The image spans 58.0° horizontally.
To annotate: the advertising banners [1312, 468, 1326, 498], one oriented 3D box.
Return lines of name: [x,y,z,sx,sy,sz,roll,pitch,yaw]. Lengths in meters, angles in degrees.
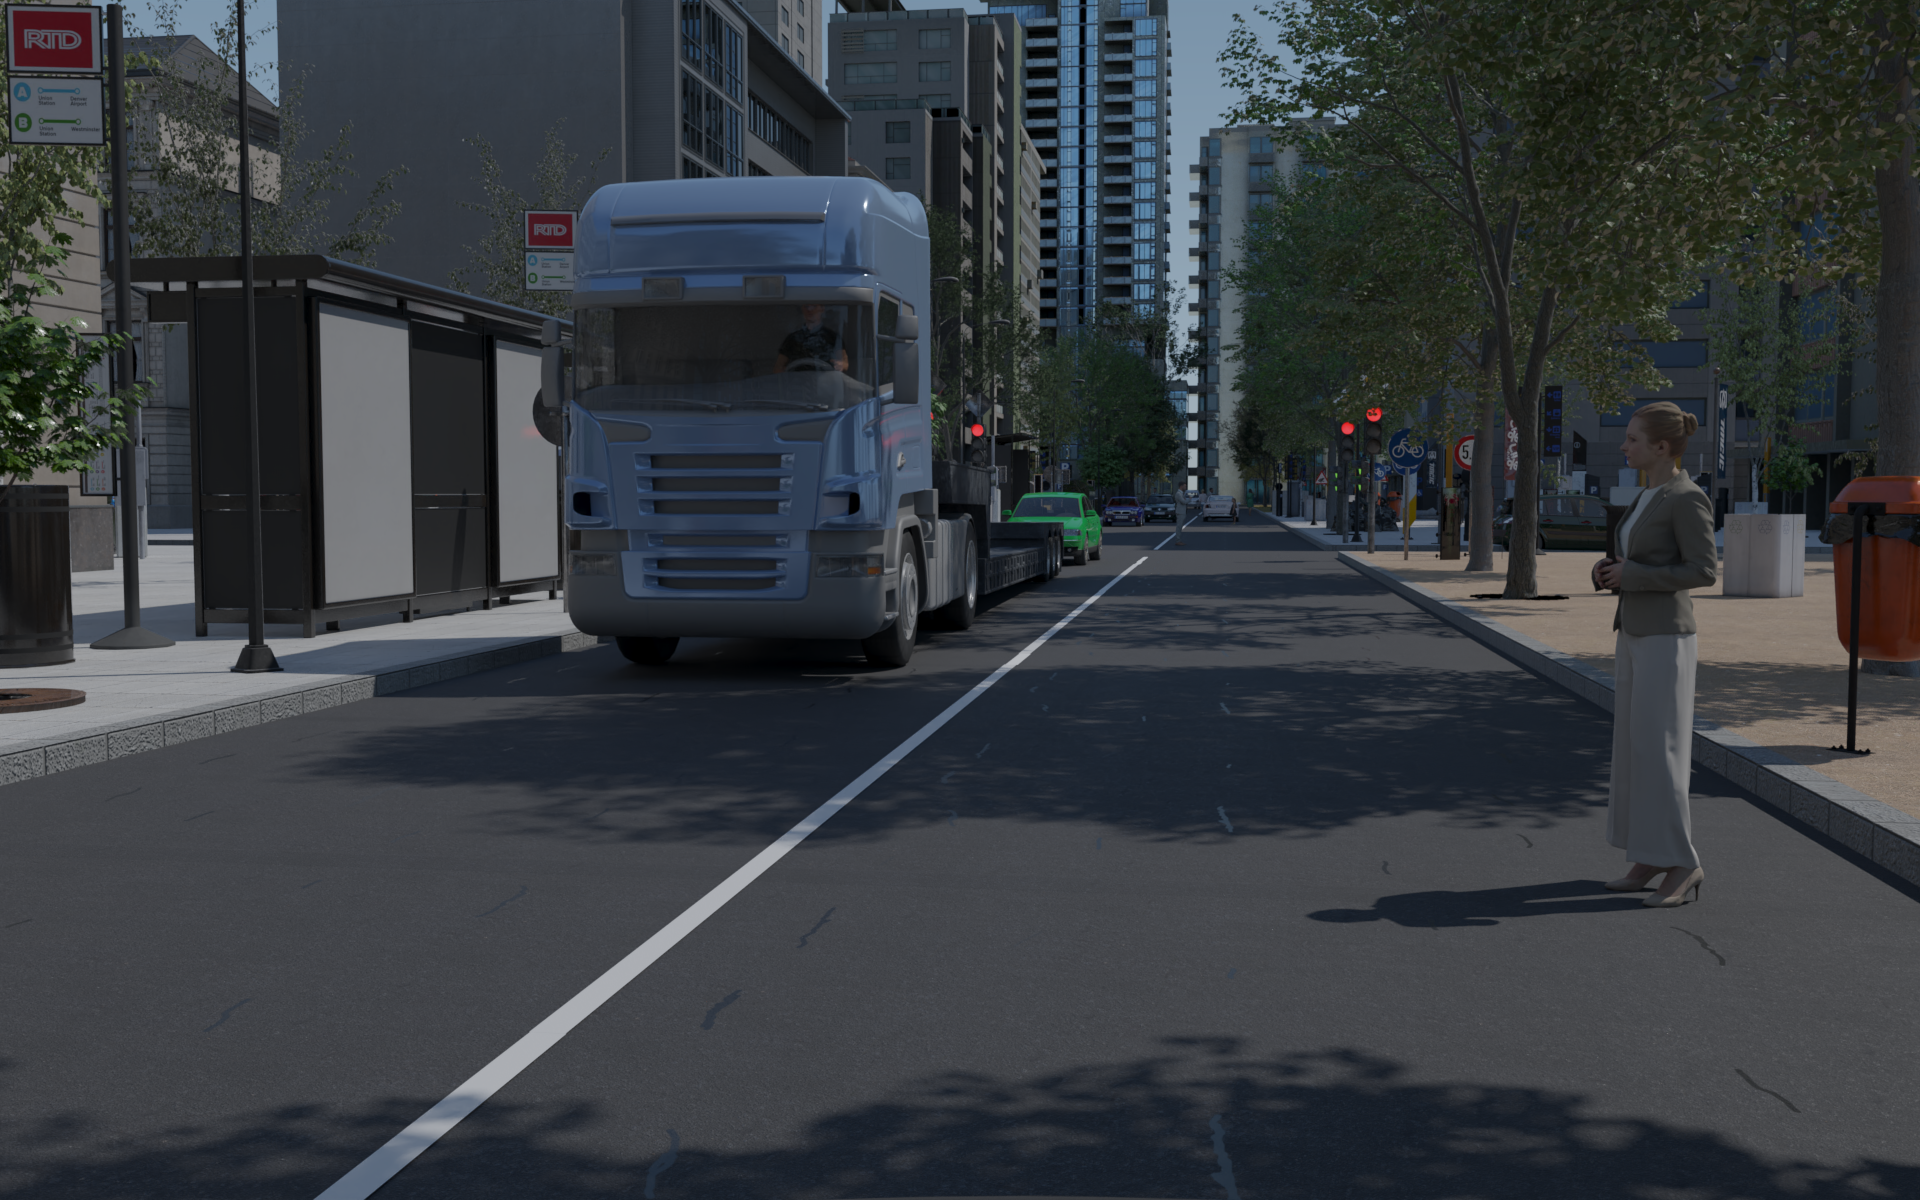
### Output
advertising banners: [23.586,-7.194,113.807,0.090,3.025,2.074,-1,4,-13]

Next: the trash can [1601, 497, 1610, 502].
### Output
trash can: [29.213,-4.051,77.884,0.748,1.137,0.748,0,3,0]

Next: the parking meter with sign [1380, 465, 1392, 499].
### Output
parking meter with sign: [25.727,-6.642,104.854,0.543,3.016,1.738,0,4,6]

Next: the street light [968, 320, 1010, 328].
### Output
street light: [0.636,-4.515,46.358,1.470,5.913,1.316,1,4,9]

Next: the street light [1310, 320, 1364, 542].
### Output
street light: [10.070,-4.505,46.203,1.470,5.913,1.316,1,4,9]

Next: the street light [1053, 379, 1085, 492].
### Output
street light: [4.359,-5.985,70.401,1.470,5.913,1.316,1,4,9]

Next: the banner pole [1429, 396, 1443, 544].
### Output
banner pole: [12.346,-3.333,44.511,0.401,3.779,0.863,1,4,16]

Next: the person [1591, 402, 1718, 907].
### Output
person: [2.451,0.174,6.205,0.362,1.759,0.519,0,4,0]

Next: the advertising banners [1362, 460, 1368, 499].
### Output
advertising banners: [20.646,-5.632,88.275,0.090,3.025,2.074,1,4,20]

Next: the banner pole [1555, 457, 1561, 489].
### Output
banner pole: [26.457,-5.298,76.634,0.401,3.779,0.863,3,4,36]

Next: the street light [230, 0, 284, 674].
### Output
street light: [-4.555,-2.430,12.271,1.470,5.913,1.316,1,4,9]

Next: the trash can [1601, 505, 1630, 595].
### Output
trash can: [8.574,-0.641,22.128,0.748,1.137,0.748,0,3,0]

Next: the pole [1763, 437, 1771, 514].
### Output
pole: [29.039,-4.190,62.345,0.158,3.312,0.155,0,3,0]

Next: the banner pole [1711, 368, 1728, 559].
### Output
banner pole: [15.136,-2.724,34.550,0.401,3.779,0.863,3,5,43]

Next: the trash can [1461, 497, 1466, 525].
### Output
trash can: [20.867,-3.739,72.782,0.748,1.137,0.748,0,3,0]

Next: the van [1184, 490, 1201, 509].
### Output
van: [22.131,-9.678,165.246,2.013,2.044,4.112,0,4,7]

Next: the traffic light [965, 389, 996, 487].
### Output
traffic light: [0.529,-3.521,46.484,0.839,4.253,0.868,1,4,9]

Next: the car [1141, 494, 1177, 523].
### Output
car: [10.216,-4.787,88.052,2.009,1.686,4.222,1,4,9]

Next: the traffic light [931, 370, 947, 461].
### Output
traffic light: [-0.679,-3.038,38.590,0.839,4.253,0.868,1,4,9]

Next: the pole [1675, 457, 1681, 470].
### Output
pole: [21.754,-3.589,52.530,0.158,3.312,0.155,0,3,0]

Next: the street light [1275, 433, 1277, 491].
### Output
street light: [17.661,-7.508,95.296,1.470,5.913,1.316,1,4,9]

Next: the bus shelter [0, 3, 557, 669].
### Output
bus shelter: [-6.328,-2.395,16.788,2.179,5.291,8.768,1,4,9]

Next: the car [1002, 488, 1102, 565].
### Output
car: [1.940,-1.681,36.276,1.959,1.807,4.718,1,4,10]

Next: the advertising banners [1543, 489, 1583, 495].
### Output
advertising banners: [18.320,-3.514,53.646,2.074,3.025,0.090,-1,4,-9]

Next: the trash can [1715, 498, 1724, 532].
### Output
trash can: [25.372,-2.864,58.472,0.748,1.137,0.748,0,3,0]

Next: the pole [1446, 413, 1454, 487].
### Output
pole: [12.391,-3.060,43.875,0.158,3.312,0.155,0,3,0]

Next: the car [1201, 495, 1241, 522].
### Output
car: [13.710,-4.810,91.005,2.083,1.381,4.827,1,4,8]

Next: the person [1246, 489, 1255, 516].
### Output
person: [19.286,-6.509,115.173,0.600,1.795,0.529,2,4,24]

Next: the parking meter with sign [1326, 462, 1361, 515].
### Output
parking meter with sign: [20.368,-5.825,91.496,1.738,3.016,0.543,0,4,-6]

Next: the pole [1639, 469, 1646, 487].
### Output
pole: [21.567,-3.723,54.712,0.158,3.312,0.155,0,3,0]

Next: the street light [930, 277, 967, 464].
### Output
street light: [-0.725,-3.960,37.279,1.470,5.913,1.316,1,4,9]

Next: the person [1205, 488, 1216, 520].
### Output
person: [13.905,-5.356,96.344,0.850,1.792,0.678,2,4,28]

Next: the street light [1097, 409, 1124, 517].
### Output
street light: [8.148,-7.483,94.882,1.470,5.913,1.316,1,4,9]

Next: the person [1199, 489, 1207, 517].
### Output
person: [15.431,-6.104,108.965,0.731,1.740,0.598,-1,4,-14]

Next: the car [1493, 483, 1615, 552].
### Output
car: [14.278,-1.823,39.593,4.222,1.686,2.009,1,4,9]

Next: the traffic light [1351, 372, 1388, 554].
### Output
traffic light: [8.825,-2.950,37.157,0.839,4.253,0.868,1,4,9]

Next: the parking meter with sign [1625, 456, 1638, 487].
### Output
parking meter with sign: [26.982,-4.489,69.652,0.543,3.016,1.738,1,4,22]

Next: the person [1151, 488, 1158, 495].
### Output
person: [11.173,-5.561,99.604,0.511,1.800,0.466,1,4,15]

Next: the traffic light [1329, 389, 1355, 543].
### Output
traffic light: [10.032,-3.433,45.051,0.839,4.253,0.868,1,4,9]

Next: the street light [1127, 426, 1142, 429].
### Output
street light: [11.766,-8.954,118.941,1.470,5.913,1.316,1,4,9]

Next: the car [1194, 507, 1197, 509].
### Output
car: [22.726,-9.818,172.884,2.083,1.381,4.827,0,4,7]

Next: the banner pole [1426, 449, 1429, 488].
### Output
banner pole: [23.189,-5.782,84.551,0.863,3.779,0.401,1,4,13]

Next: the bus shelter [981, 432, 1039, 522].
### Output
bus shelter: [1.963,-4.761,69.130,1.731,3.624,6.357,1,4,9]

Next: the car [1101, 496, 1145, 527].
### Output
car: [7.299,-3.952,77.191,1.945,1.354,3.894,1,4,8]

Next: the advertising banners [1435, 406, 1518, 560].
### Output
advertising banners: [10.217,-2.306,33.897,2.074,3.025,0.090,-1,4,-21]

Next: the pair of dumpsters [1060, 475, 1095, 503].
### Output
pair of dumpsters: [5.833,-5.129,86.345,1.574,2.255,4.437,1,4,9]

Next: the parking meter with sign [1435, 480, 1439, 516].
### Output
parking meter with sign: [25.072,-5.858,92.039,0.543,3.016,1.738,-2,4,-25]

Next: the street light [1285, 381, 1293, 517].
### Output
street light: [13.946,-6.007,70.755,1.470,5.913,1.316,1,4,9]

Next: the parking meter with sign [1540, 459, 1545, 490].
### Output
parking meter with sign: [28.695,-5.501,86.194,0.543,3.016,1.738,2,4,24]

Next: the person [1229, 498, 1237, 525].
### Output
person: [12.833,-4.171,81.362,0.373,1.253,0.362,0,4,7]
